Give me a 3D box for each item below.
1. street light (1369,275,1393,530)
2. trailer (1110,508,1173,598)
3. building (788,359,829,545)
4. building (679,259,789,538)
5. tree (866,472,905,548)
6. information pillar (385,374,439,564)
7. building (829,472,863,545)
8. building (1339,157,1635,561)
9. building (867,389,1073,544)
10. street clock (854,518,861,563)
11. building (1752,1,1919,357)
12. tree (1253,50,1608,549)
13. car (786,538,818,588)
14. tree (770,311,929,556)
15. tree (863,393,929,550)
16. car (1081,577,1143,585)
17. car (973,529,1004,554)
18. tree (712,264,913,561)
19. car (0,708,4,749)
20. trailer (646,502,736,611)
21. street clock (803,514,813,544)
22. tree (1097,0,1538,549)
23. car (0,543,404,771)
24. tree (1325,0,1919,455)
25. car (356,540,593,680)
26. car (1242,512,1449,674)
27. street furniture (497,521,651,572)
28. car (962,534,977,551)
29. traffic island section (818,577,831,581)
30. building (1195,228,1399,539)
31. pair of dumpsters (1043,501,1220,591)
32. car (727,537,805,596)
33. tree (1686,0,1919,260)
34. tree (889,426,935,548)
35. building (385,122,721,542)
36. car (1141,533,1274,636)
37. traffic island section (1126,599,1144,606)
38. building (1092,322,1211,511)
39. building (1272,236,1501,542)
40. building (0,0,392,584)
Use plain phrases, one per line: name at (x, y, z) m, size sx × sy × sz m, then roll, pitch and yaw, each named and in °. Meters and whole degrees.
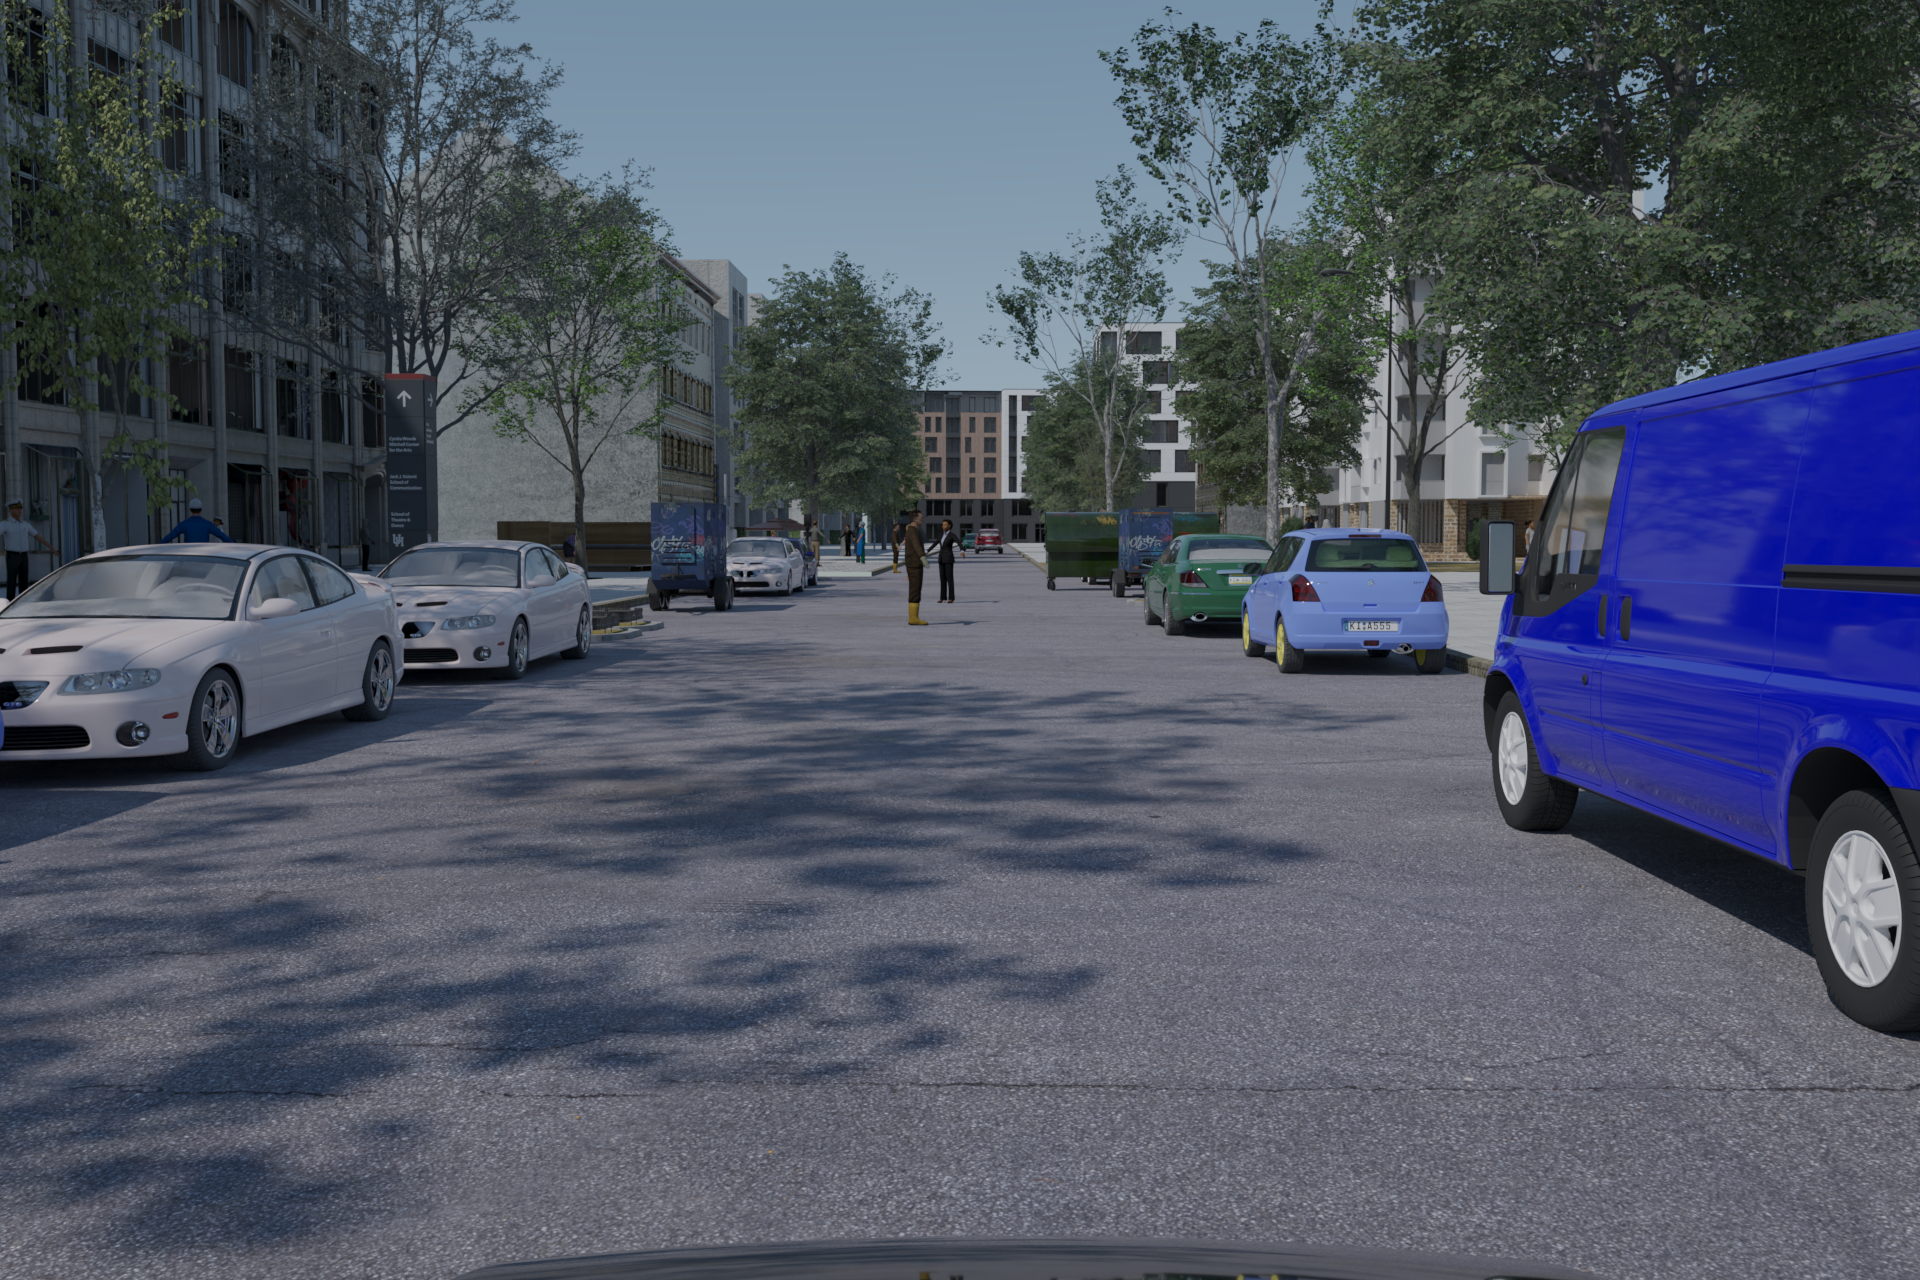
street light at (8.082, -3.541, 30.432) m, size 1.470 × 5.913 × 1.316 m, roll 0°, pitch 4°, yaw 1°
trailer at (4.215, -2.018, 40.041) m, size 1.471 × 1.999 × 3.904 m, roll 0°, pitch 4°, yaw 0°
building at (-24.053, -19.813, 190.402) m, size 16.747 × 18.905 × 31.486 m, roll 0°, pitch 4°, yaw 0°
building at (-22.896, -15.977, 127.674) m, size 16.747 × 18.905 × 31.486 m, roll 0°, pitch 4°, yaw 1°
tree at (-6.286, -11.923, 145.309) m, size 4.737 × 8.622 × 4.395 m, roll 0°, pitch 3°, yaw 0°
information pillar at (-8.935, -2.380, 28.285) m, size 0.750 × 3.857 × 0.750 m, roll 0°, pitch 4°, yaw 0°
building at (-22.348, -21.883, 224.244) m, size 16.747 × 18.905 × 31.486 m, roll 0°, pitch 4°, yaw 2°
building at (25.925, -14.500, 93.501) m, size 16.016 × 20.090 × 11.380 m, roll 0°, pitch 4°, yaw 1°
building at (2.863, -25.004, 255.239) m, size 32.646 × 21.610 × 27.936 m, roll 0°, pitch 4°, yaw -5°
street clock at (-4.549, -4.453, 77.375) m, size 0.358 × 2.002 × 0.471 m, roll 0°, pitch 4°, yaw 2°
building at (28.682, -13.121, 42.253) m, size 11.050 × 23.595 × 19.941 m, roll 0°, pitch 4°, yaw 1°
tree at (9.995, -6.848, 37.725) m, size 9.928 × 11.665 × 9.643 m, roll 0°, pitch 3°, yaw 0°
car at (-4.865, -2.097, 46.872) m, size 1.945 × 1.354 × 3.894 m, roll 0°, pitch 4°, yaw 1°
tree at (-6.657, -11.775, 99.170) m, size 9.857 × 13.997 × 8.962 m, roll 0°, pitch 3°, yaw 0°
tree at (-6.085, -13.399, 137.198) m, size 7.486 × 12.596 × 7.792 m, roll 0°, pitch 3°, yaw 0°
car at (4.495, -2.515, 50.158) m, size 2.155 × 1.783 × 4.494 m, roll 0°, pitch 4°, yaw 0°
car at (2.105, -7.198, 126.358) m, size 2.281 × 1.827 × 5.304 m, roll 0°, pitch 3°, yaw 0°
tree at (-6.956, -10.790, 83.076) m, size 9.857 × 13.997 × 8.962 m, roll 0°, pitch 3°, yaw 0°
car at (-5.770, 0.143, 7.260) m, size 1.945 × 1.707 × 3.694 m, roll 0°, pitch 4°, yaw 1°
trailer at (-5.062, -1.518, 31.863) m, size 1.471 × 1.999 × 3.904 m, roll 0°, pitch 4°, yaw 1°
street clock at (-5.383, -3.466, 61.246) m, size 0.358 × 2.002 × 0.471 m, roll 0°, pitch 4°, yaw 3°
tree at (11.052, -12.149, 54.523) m, size 12.611 × 20.169 × 13.585 m, roll 0°, pitch 3°, yaw 0°
car at (-5.381, 0.023, 11.987) m, size 2.083 × 1.381 × 4.827 m, roll 0°, pitch 4°, yaw 1°
tree at (10.036, -7.206, 24.480) m, size 9.857 × 13.997 × 8.962 m, roll 0°, pitch 3°, yaw 0°
car at (-5.231, -0.378, 18.549) m, size 2.083 × 1.381 × 4.827 m, roll 0°, pitch 4°, yaw 1°
car at (4.143, -0.581, 19.092) m, size 1.945 × 1.707 × 3.694 m, roll 0°, pitch 4°, yaw 1°
street furniture at (-13.986, -3.444, 63.156) m, size 11.010 × 1.723 × 9.812 m, roll 1°, pitch 4°, yaw 8°
car at (1.121, -8.280, 144.171) m, size 1.959 × 1.807 × 4.718 m, roll 0°, pitch 4°, yaw 1°
traffic island section at (-4.994, -1.864, 53.337) m, size 1.991 × 0.108 × 1.994 m, roll 0°, pitch 4°, yaw 1°
building at (27.780, -18.152, 127.713) m, size 19.493 × 23.208 × 18.063 m, roll 0°, pitch 4°, yaw 1°
pair of dumpsters at (4.343, -2.402, 44.217) m, size 4.436 × 2.255 × 1.574 m, roll 0°, pitch 4°, yaw 0°
car at (-4.804, -1.777, 41.414) m, size 2.083 × 1.381 × 4.827 m, roll 0°, pitch 4°, yaw 1°
tree at (9.540, -4.879, 14.188) m, size 7.601 × 10.594 × 8.767 m, roll -2°, pitch 4°, yaw -23°
tree at (-6.015, -14.368, 160.676) m, size 9.928 × 11.665 × 9.643 m, roll 0°, pitch 3°, yaw 0°
building at (-25.130, -16.554, 101.591) m, size 19.493 × 23.208 × 18.063 m, roll 0°, pitch 4°, yaw 1°
car at (3.823, -0.859, 25.849) m, size 2.131 × 1.459 × 4.920 m, roll 0°, pitch 4°, yaw 0°
traffic island section at (4.411, -0.759, 35.277) m, size 1.991 × 0.108 × 1.994 m, roll 0°, pitch 4°, yaw 1°
building at (27.765, -20.749, 183.214) m, size 27.936 × 21.610 × 32.646 m, roll 0°, pitch 4°, yaw 1°
building at (25.277, -15.571, 111.011) m, size 16.016 × 20.090 × 11.380 m, roll 0°, pitch 4°, yaw 2°
building at (-28.909, -14.299, 50.443) m, size 14.369 × 24.946 × 33.146 m, roll 0°, pitch 4°, yaw 2°
